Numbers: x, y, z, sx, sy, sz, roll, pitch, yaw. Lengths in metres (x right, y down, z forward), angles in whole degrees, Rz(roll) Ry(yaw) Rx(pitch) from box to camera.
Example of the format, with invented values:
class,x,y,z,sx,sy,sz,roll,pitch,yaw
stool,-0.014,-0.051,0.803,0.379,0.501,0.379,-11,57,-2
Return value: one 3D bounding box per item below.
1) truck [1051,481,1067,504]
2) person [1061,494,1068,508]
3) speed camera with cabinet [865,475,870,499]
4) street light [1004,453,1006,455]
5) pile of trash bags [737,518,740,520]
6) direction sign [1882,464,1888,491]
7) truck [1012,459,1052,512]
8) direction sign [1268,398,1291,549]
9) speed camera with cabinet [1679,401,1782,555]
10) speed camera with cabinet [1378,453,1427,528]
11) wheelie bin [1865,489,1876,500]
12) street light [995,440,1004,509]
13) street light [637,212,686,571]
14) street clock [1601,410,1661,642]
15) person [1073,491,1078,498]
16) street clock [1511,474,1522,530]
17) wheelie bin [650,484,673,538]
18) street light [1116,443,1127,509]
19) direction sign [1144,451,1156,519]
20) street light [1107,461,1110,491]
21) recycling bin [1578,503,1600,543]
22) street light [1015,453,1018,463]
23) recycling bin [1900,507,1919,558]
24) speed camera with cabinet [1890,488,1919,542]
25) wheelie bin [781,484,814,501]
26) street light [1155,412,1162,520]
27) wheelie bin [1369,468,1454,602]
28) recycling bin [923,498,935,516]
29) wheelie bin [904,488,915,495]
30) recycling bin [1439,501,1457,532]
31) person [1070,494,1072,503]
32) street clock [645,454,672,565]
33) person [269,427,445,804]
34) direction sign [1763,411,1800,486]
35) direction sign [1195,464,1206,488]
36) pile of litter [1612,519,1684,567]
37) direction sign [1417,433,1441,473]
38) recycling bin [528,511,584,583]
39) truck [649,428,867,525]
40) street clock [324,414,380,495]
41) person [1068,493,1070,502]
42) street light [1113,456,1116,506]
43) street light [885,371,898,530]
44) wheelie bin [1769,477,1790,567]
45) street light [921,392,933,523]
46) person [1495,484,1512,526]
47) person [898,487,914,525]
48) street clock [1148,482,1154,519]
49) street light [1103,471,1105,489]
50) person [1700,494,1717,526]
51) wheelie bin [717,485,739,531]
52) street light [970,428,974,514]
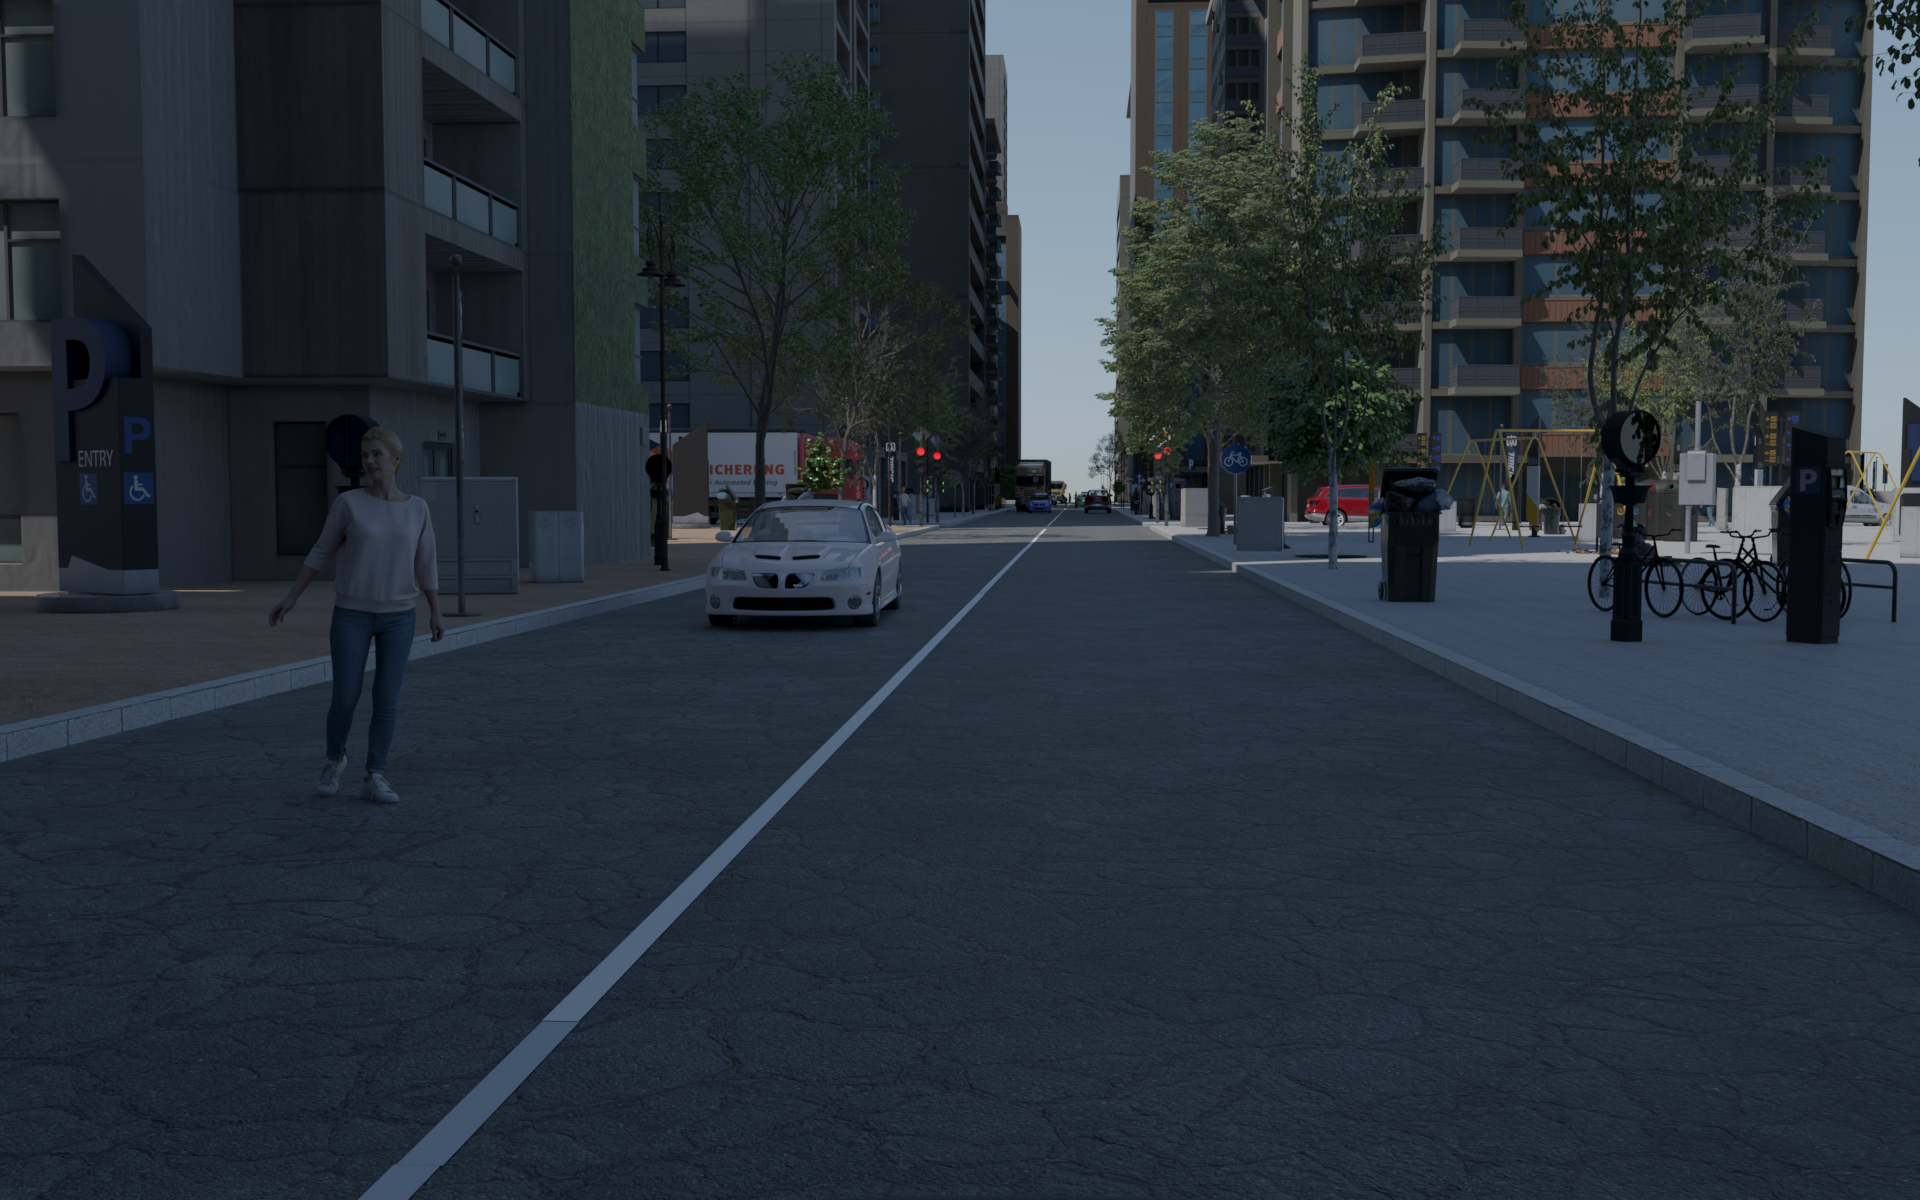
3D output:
class,x,y,z,sx,sy,sz,roll,pitch,yaw
truck,13.863,-15.622,251.341,3.469,3.379,9.791,0,4,5
person,10.481,-9.896,173.530,0.697,1.427,0.421,-1,4,-21
speed camera with cabinet,-5.292,-5.367,82.090,2.038,3.252,0.660,-2,4,-25
street light,3.820,-11.093,154.150,0.468,5.910,1.993,0,4,4
pile of trash bags,-12.482,-4.619,85.275,3.447,1.369,1.912,1,4,9
direction sign,69.317,-8.429,129.811,0.876,3.537,0.379,-3,5,-40
truck,6.005,-9.347,141.733,2.839,4.237,11.283,0,4,6
direction sign,7.574,-2.968,40.529,0.379,3.537,0.876,-3,5,-43
speed camera with cabinet,16.440,-2.601,36.858,2.038,3.252,0.660,2,4,29
speed camera with cabinet,16.910,-4.362,65.659,2.038,3.252,0.660,3,5,43
wheelie bin,57.769,-6.250,110.092,0.693,1.594,0.980,1,4,9
street light,3.196,-10.511,144.647,0.468,5.910,1.993,0,4,4
street light,-4.933,-3.424,28.764,0.468,5.910,1.993,0,4,4
street clock,5.814,-0.641,15.054,0.471,2.002,0.358,-2,4,-23
person,15.894,-14.045,238.151,0.705,1.822,1.348,-2,4,-23
street clock,19.607,-3.457,61.095,0.358,2.002,0.471,0,4,-2
wheelie bin,-8.663,-2.566,49.865,0.693,1.594,0.980,1,4,22
street light,14.893,-11.436,159.758,0.468,5.910,1.993,0,4,4
direction sign,10.034,-6.030,90.579,0.876,3.537,0.379,-1,4,-10
street light,19.566,-15.557,227.144,0.468,5.910,1.993,0,4,4
recycling bin,16.888,-2.055,46.147,0.722,1.027,0.722,2,4,24
street light,6.202,-13.170,188.117,0.468,5.910,1.993,0,4,4
recycling bin,19.407,-1.358,34.765,0.722,1.027,0.722,-2,4,-34
speed camera with cabinet,26.018,-3.168,46.132,2.038,3.252,0.660,1,4,22
wheelie bin,-4.890,-2.702,52.093,0.980,1.594,0.693,0,4,-2
street light,9.713,-6.804,84.038,0.468,5.910,1.993,0,4,4
wheelie bin,5.413,-0.784,20.731,0.980,1.594,0.693,0,4,4
recycling bin,-1.907,-5.385,100.595,0.722,1.027,0.722,-1,4,-18
wheelie bin,-2.868,-5.396,96.125,0.980,1.594,0.693,2,4,30
recycling bin,16.551,-2.859,59.297,0.722,1.027,0.722,0,4,1
person,17.237,-15.740,269.070,0.599,1.433,0.991,-1,4,-10
street clock,-5.427,-1.631,31.230,0.471,2.002,0.358,-1,4,-12
person,-2.856,0.065,8.109,0.731,1.740,0.598,-3,4,-38
direction sign,22.584,-3.406,47.685,0.876,3.537,0.379,2,4,28
direction sign,18.325,-8.553,131.830,0.876,3.537,0.379,2,4,29
pile of litter,12.351,-1.062,31.329,1.176,0.858,1.719,0,4,-6
direction sign,17.328,-4.408,64.060,0.876,3.537,0.379,0,4,3
recycling bin,-5.894,-0.778,25.272,0.722,1.027,0.722,-1,4,-19
truck,-9.039,-5.223,74.311,11.283,4.237,2.839,0,4,3
street clock,-5.522,-0.689,15.837,0.471,2.002,0.358,1,4,9
person,18.994,-17.783,300.046,0.445,1.727,0.742,0,4,3
street light,17.244,-13.476,193.114,0.468,5.910,1.993,0,4,4
street light,-2.532,-5.470,62.230,0.468,5.910,1.993,0,4,4
wheelie bin,14.792,-1.399,30.783,0.693,1.594,0.980,1,4,14
street light,-1.458,-6.421,77.774,0.468,5.910,1.993,0,4,4
person,22.868,-3.953,72.999,0.638,1.841,0.748,3,5,39
person,-2.262,-4.014,74.809,0.598,1.740,0.731,3,5,41
street clock,9.925,-5.218,89.890,0.358,2.002,0.471,2,4,26
street light,20.724,-16.556,243.475,0.468,5.910,1.993,0,4,4
person,31.344,-3.883,72.335,0.721,1.781,0.623,3,4,36
wheelie bin,-8.180,-3.246,60.983,0.693,1.594,0.980,0,4,2
street light,0.843,-8.471,111.290,0.468,5.910,1.993,0,4,4
